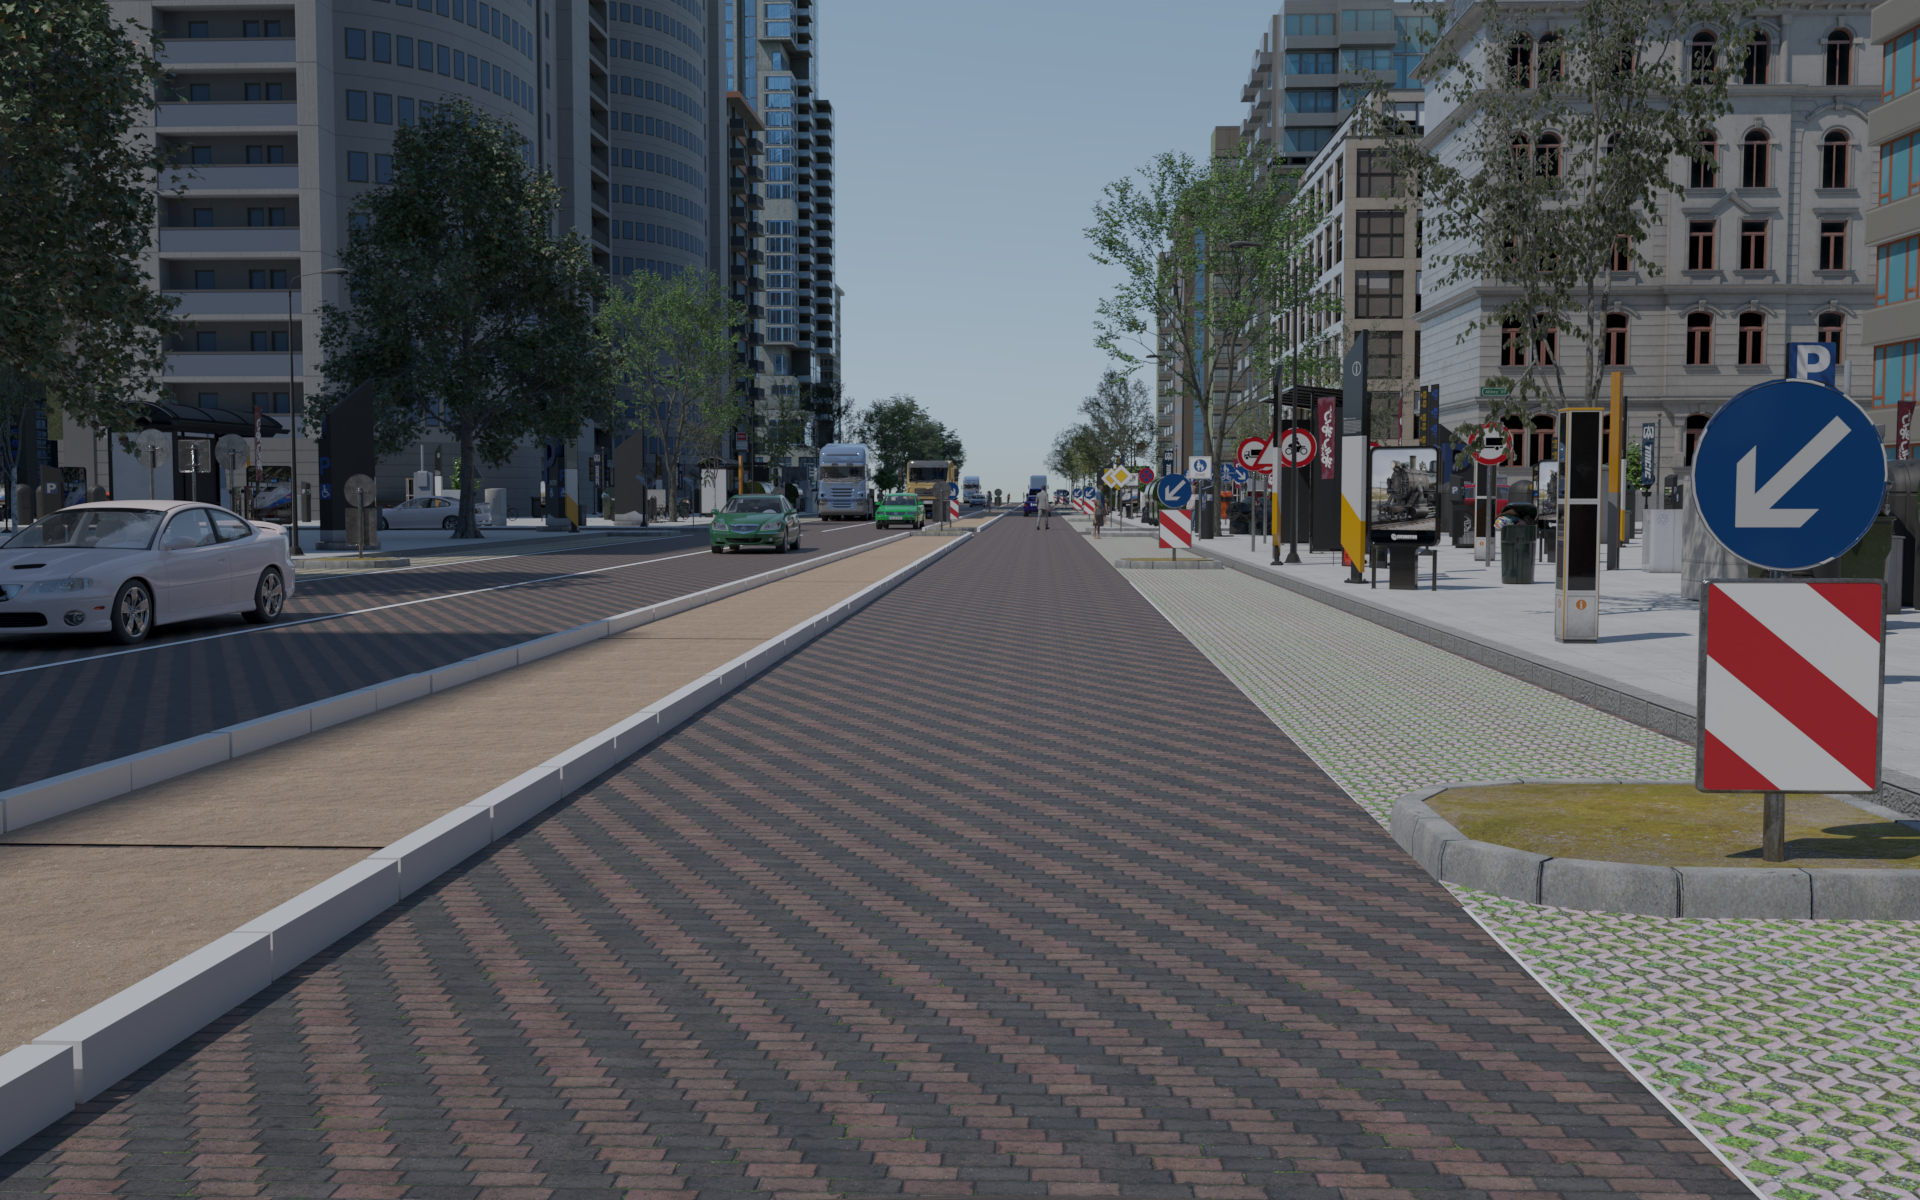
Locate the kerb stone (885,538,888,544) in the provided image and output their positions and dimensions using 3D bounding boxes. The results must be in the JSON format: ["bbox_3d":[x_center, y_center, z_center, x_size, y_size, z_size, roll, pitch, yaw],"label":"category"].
[{"bbox_3d":[-2.188,-1.622,48.713,0.120,0.150,1.000,0,4,3],"label":"kerb stone"}]

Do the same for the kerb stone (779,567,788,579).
[{"bbox_3d":[-3.079,-0.430,29.271,0.120,0.150,1.000,0,4,3],"label":"kerb stone"}]

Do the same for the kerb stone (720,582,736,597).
[{"bbox_3d":[-3.307,-0.119,24.146,0.120,0.150,1.000,0,4,3],"label":"kerb stone"}]

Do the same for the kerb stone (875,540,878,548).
[{"bbox_3d":[-2.324,-1.434,45.635,0.120,0.150,1.000,0,4,3],"label":"kerb stone"}]

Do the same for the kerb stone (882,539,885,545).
[{"bbox_3d":[-2.234,-1.559,47.692,0.120,0.150,1.000,0,4,3],"label":"kerb stone"}]

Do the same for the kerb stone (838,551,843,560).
[{"bbox_3d":[-2.701,-0.933,37.458,0.120,0.150,1.000,0,4,3],"label":"kerb stone"}]

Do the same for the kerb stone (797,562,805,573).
[{"bbox_3d":[-2.981,-0.558,31.325,0.120,0.150,1.000,0,4,3],"label":"kerb stone"}]

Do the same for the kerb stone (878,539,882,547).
[{"bbox_3d":[-2.281,-1.497,46.667,0.120,0.150,1.000,0,4,3],"label":"kerb stone"}]

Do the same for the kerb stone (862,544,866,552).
[{"bbox_3d":[-2.471,-1.246,42.572,0.120,0.150,1.000,0,4,3],"label":"kerb stone"}]

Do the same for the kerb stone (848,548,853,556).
[{"bbox_3d":[-2.610,-1.058,39.500,0.120,0.150,1.000,0,4,3],"label":"kerb stone"}]

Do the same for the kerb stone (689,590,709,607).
[{"bbox_3d":[-3.396,0.006,22.101,0.120,0.150,1.000,0,4,3],"label":"kerb stone"}]

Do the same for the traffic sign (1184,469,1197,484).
[{"bbox_3d":[11.408,-5.258,86.077,0.768,2.556,0.104,0,4,5],"label":"traffic sign"}]

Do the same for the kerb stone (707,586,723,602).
[{"bbox_3d":[-3.346,-0.057,23.122,0.120,0.150,1.000,0,4,3],"label":"kerb stone"}]

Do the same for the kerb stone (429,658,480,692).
[{"bbox_3d":[-3.815,0.577,12.906,0.120,0.150,1.000,0,4,3],"label":"kerb stone"}]

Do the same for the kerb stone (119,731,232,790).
[{"bbox_3d":[-4.012,0.822,8.815,0.120,0.150,1.000,0,4,3],"label":"kerb stone"}]

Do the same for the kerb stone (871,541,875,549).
[{"bbox_3d":[-2.366,-1.368,44.614,0.120,0.150,1.000,0,4,3],"label":"kerb stone"}]

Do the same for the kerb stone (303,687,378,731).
[{"bbox_3d":[-3.914,0.694,10.859,0.120,0.150,1.000,0,4,3],"label":"kerb stone"}]

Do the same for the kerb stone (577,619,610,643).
[{"bbox_3d":[-3.641,0.318,16.991,0.120,0.150,1.000,0,4,3],"label":"kerb stone"}]

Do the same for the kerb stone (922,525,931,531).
[{"bbox_3d":[-1.323,-2.776,67.693,0.120,0.150,1.000,0,4,3],"label":"kerb stone"}]

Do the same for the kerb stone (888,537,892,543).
[{"bbox_3d":[-2.140,-1.681,49.748,0.120,0.150,1.000,0,4,3],"label":"kerb stone"}]

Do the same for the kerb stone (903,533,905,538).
[{"bbox_3d":[-1.908,-1.997,54.864,0.120,0.150,1.000,0,4,3],"label":"kerb stone"}]

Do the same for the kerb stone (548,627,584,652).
[{"bbox_3d":[-3.681,0.386,15.970,0.120,0.150,1.000,0,4,3],"label":"kerb stone"}]

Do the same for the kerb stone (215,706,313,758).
[{"bbox_3d":[-3.960,0.756,9.838,0.120,0.150,1.000,0,4,3],"label":"kerb stone"}]

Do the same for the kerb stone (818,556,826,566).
[{"bbox_3d":[-2.838,-0.746,34.390,0.120,0.150,1.000,0,4,3],"label":"kerb stone"}]

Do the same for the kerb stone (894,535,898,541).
[{"bbox_3d":[-2.043,-1.810,51.790,0.120,0.150,1.000,0,4,3],"label":"kerb stone"}]

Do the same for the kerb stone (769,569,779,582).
[{"bbox_3d":[-3.121,-0.370,28.250,0.120,0.150,1.000,0,4,3],"label":"kerb stone"}]

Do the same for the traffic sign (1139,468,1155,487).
[{"bbox_3d":[9.061,-5.139,84.127,0.768,2.556,0.104,1,4,11],"label":"traffic sign"}]

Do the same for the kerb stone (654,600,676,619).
[{"bbox_3d":[-3.488,0.131,20.059,0.120,0.150,1.000,0,4,3],"label":"kerb stone"}]

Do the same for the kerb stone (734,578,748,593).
[{"bbox_3d":[-3.262,-0.182,25.170,0.120,0.150,1.000,0,4,3],"label":"kerb stone"}]

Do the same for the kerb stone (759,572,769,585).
[{"bbox_3d":[-3.173,-0.305,27.220,0.120,0.150,1.000,0,4,3],"label":"kerb stone"}]

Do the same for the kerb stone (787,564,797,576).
[{"bbox_3d":[-3.020,-0.496,30.304,0.120,0.150,1.000,0,4,3],"label":"kerb stone"}]

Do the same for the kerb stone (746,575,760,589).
[{"bbox_3d":[-3.210,-0.244,26.198,0.120,0.150,1.000,0,4,3],"label":"kerb stone"}]

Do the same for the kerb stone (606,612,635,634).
[{"bbox_3d":[-3.584,0.256,18.013,0.120,0.150,1.000,0,4,3],"label":"kerb stone"}]

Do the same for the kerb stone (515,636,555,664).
[{"bbox_3d":[-3.719,0.449,14.948,0.120,0.150,1.000,0,4,3],"label":"kerb stone"}]

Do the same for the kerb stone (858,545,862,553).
[{"bbox_3d":[-2.521,-1.184,41.549,0.120,0.150,1.000,0,4,3],"label":"kerb stone"}]

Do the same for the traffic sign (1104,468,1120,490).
[{"bbox_3d":[12.532,-8.775,137.337,2.265,3.308,0.079,0,4,4],"label":"traffic sign"}]

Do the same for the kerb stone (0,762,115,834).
[{"bbox_3d":[-4.052,0.881,7.793,0.120,0.150,1.000,0,4,3],"label":"kerb stone"}]

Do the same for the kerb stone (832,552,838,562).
[{"bbox_3d":[-2.744,-0.871,36.436,0.120,0.150,1.000,0,4,3],"label":"kerb stone"}]

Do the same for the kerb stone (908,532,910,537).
[{"bbox_3d":[-1.813,-2.123,56.907,0.120,0.150,1.000,0,4,3],"label":"kerb stone"}]

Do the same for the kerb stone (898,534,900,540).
[{"bbox_3d":[-1.995,-1.863,52.819,0.120,0.150,1.000,0,4,3],"label":"kerb stone"}]

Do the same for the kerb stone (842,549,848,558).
[{"bbox_3d":[-2.650,-0.996,38.479,0.120,0.150,1.000,0,4,3],"label":"kerb stone"}]

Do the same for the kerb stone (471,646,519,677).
[{"bbox_3d":[-3.774,0.508,13.927,0.120,0.150,1.000,0,4,3],"label":"kerb stone"}]

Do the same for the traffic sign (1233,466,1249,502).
[{"bbox_3d":[12.904,-4.869,79.719,0.768,2.556,0.104,0,4,4],"label":"traffic sign"}]

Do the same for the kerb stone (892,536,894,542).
[{"bbox_3d":[-2.098,-1.748,50.769,0.120,0.150,1.000,0,4,3],"label":"kerb stone"}]

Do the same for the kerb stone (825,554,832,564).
[{"bbox_3d":[-2.795,-0.807,35.412,0.120,0.150,1.000,0,4,3],"label":"kerb stone"}]

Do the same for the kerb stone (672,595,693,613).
[{"bbox_3d":[-3.443,0.068,21.080,0.120,0.150,1.000,0,4,3],"label":"kerb stone"}]

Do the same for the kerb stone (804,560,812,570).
[{"bbox_3d":[-2.931,-0.620,32.348,0.120,0.150,1.000,0,4,3],"label":"kerb stone"}]

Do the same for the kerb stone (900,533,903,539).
[{"bbox_3d":[-1.947,-1.936,53.842,0.120,0.150,1.000,0,4,3],"label":"kerb stone"}]

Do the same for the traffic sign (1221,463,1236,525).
[{"bbox_3d":[11.033,-4.388,71.852,0.768,2.556,0.104,0,4,6],"label":"traffic sign"}]

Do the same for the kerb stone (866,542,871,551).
[{"bbox_3d":[-2.419,-1.309,43.593,0.120,0.150,1.000,0,4,3],"label":"kerb stone"}]

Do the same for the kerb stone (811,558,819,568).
[{"bbox_3d":[-2.889,-0.683,33.369,0.120,0.150,1.000,0,4,3],"label":"kerb stone"}]

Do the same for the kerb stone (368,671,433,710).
[{"bbox_3d":[-3.870,0.631,11.883,0.120,0.150,1.000,0,4,3],"label":"kerb stone"}]

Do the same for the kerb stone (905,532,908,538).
[{"bbox_3d":[-1.859,-2.057,55.885,0.120,0.150,1.000,0,4,3],"label":"kerb stone"}]

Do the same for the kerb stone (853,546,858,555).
[{"bbox_3d":[-2.560,-1.118,40.527,0.120,0.150,1.000,0,4,3],"label":"kerb stone"}]

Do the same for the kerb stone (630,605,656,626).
[{"bbox_3d":[-3.542,0.193,19.036,0.120,0.150,1.000,0,4,3],"label":"kerb stone"}]
